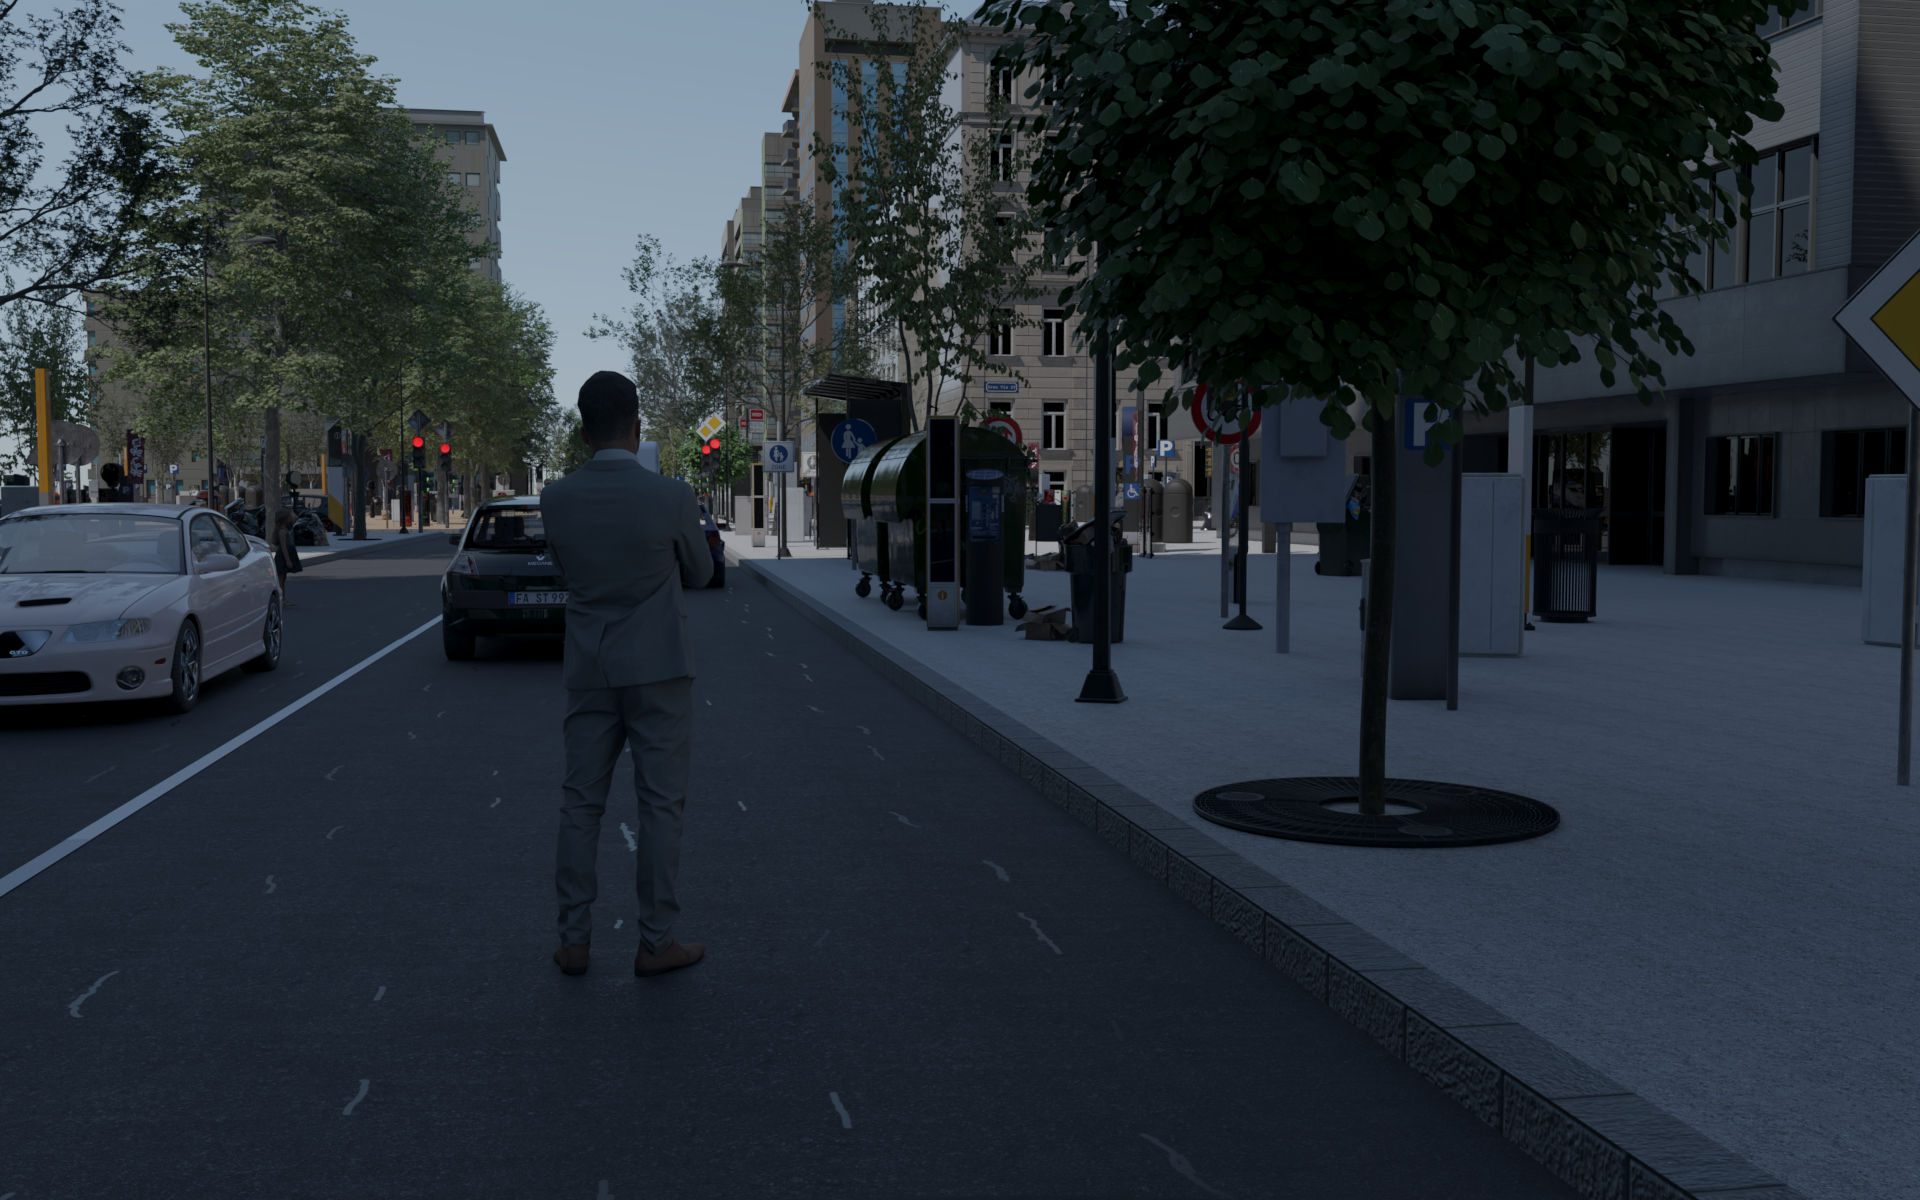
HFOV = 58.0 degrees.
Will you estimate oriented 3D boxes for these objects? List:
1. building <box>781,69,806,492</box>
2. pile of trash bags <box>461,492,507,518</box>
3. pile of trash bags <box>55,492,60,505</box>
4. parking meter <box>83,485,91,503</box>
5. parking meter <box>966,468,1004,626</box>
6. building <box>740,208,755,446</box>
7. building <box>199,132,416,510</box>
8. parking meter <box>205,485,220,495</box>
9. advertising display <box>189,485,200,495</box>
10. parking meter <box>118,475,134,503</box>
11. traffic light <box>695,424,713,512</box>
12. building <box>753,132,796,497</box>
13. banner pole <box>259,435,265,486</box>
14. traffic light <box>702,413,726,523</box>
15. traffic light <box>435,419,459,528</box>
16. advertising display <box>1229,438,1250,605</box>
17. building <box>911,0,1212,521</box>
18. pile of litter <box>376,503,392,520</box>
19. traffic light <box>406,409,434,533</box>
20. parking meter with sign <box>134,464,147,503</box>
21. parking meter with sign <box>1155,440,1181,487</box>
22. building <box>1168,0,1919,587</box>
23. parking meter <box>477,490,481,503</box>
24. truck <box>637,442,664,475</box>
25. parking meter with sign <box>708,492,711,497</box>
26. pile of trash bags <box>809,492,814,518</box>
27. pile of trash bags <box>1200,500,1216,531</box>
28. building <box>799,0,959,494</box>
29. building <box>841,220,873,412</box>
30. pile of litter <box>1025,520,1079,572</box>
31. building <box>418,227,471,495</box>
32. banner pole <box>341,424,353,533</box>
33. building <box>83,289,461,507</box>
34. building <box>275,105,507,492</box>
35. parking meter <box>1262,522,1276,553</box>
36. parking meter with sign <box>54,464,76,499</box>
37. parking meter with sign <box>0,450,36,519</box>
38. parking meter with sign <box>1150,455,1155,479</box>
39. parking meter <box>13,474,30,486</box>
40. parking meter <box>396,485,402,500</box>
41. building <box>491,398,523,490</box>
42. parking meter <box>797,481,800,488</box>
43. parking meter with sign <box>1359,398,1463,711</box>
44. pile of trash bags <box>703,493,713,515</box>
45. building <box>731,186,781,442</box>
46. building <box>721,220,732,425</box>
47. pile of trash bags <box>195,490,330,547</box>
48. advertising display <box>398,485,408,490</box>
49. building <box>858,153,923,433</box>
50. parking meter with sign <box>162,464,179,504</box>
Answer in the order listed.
[{"bbox_3d":[-6.900,-32.107,179.578,22.147,44.769,28.867,-1,4,-10],"label":"building"},{"bbox_3d":[-25.668,-5.171,94.299,3.447,1.369,1.912,3,5,43],"label":"pile of trash bags"},{"bbox_3d":[-39.976,-4.051,75.994,1.912,1.369,3.447,-3,4,-38],"label":"pile of trash bags"},{"bbox_3d":[-56.141,-6.465,111.417,0.255,1.863,0.399,3,4,38],"label":"parking meter"},{"bbox_3d":[0.243,-0.524,16.977,0.372,1.533,0.369,0,3,0],"label":"parking meter"},{"bbox_3d":[-24.653,-34.682,250.644,14.154,41.232,14.086,-1,4,-10],"label":"building"},{"bbox_3d":[-53.152,-22.660,142.193,14.160,30.474,14.107,-1,4,-10],"label":"building"},{"bbox_3d":[-20.818,-2.437,48.264,0.372,1.533,0.369,0,3,0],"label":"parking meter"},{"bbox_3d":[-53.778,-7.126,121.722,0.974,1.923,0.123,2,4,29],"label":"advertising display"},{"bbox_3d":[-23.953,-2.695,49.774,0.399,1.863,0.255,-1,4,-20],"label":"parking meter"},{"bbox_3d":[-9.785,-4.756,66.678,0.839,4.253,0.868,-1,4,-10],"label":"traffic light"},{"bbox_3d":[-15.830,-31.575,199.844,14.154,41.232,14.086,-1,4,-10],"label":"building"},{"bbox_3d":[-26.056,-4.607,65.339,0.401,3.779,0.863,2,4,24],"label":"banner pole"},{"bbox_3d":[-8.339,-4.275,58.825,0.839,4.253,0.868,-1,4,-10],"label":"traffic light"},{"bbox_3d":[-19.235,-4.649,64.928,0.839,4.253,0.868,-1,4,-10],"label":"traffic light"},{"bbox_3d":[3.245,-0.927,20.374,0.123,1.923,0.974,0,4,-2],"label":"advertising display"},{"bbox_3d":[10.913,-17.722,87.022,25.104,27.353,12.463,-1,4,-10],"label":"building"},{"bbox_3d":[-28.252,-4.415,86.150,1.719,0.858,1.176,0,4,-4],"label":"pile of litter"},{"bbox_3d":[-17.789,-4.168,57.075,0.839,4.253,0.868,-1,4,-10],"label":"traffic light"},{"bbox_3d":[-47.936,-6.372,100.435,1.738,3.016,0.543,2,4,26],"label":"parking meter with sign"},{"bbox_3d":[6.920,-3.679,56.416,0.543,3.016,1.738,1,4,21],"label":"parking meter with sign"},{"bbox_3d":[15.405,-13.274,36.098,14.314,24.678,30.058,-1,4,-10],"label":"building"},{"bbox_3d":[-29.682,-6.013,106.725,0.372,1.533,0.369,0,3,0],"label":"parking meter"},{"bbox_3d":[-15.444,-5.696,82.886,2.967,4.110,18.799,-1,4,-11],"label":"truck"},{"bbox_3d":[-17.142,-7.381,116.939,1.738,3.016,0.543,3,5,42],"label":"parking meter with sign"},{"bbox_3d":[-8.388,-5.237,95.384,1.912,1.369,3.447,0,4,7],"label":"pile of trash bags"},{"bbox_3d":[9.314,-3.113,60.654,1.912,1.369,3.447,1,4,16],"label":"pile of trash bags"},{"bbox_3d":[-6.958,-31.016,157.214,14.600,45.320,14.200,-1,4,-10],"label":"building"},{"bbox_3d":[-1.349,-18.822,126.827,14.460,24.649,34.723,-1,4,-10],"label":"building"},{"bbox_3d":[1.616,-0.945,29.417,1.176,0.858,1.719,1,4,16],"label":"pile of litter"},{"bbox_3d":[-60.237,-25.258,184.671,14.160,30.474,14.107,-1,4,-10],"label":"building"},{"bbox_3d":[-20.154,-4.087,56.838,0.401,3.779,0.863,0,4,-3],"label":"banner pole"},{"bbox_3d":[-62.778,-19.426,162.656,27.650,21.520,28.899,-1,4,-10],"label":"building"},{"bbox_3d":[-78.005,-39.793,239.853,28.713,52.752,27.495,-1,4,-10],"label":"building"},{"bbox_3d":[6.692,-1.942,37.468,0.255,1.863,0.399,0,4,-1],"label":"parking meter"},{"bbox_3d":[-45.628,-5.636,88.406,0.543,3.016,1.738,-3,5,-43],"label":"parking meter with sign"},{"bbox_3d":[-37.617,-4.445,68.940,1.738,3.016,0.543,0,4,2],"label":"parking meter with sign"},{"bbox_3d":[9.498,-5.006,78.110,1.738,3.016,0.543,-1,4,-14],"label":"parking meter with sign"},{"bbox_3d":[-26.900,-2.692,49.725,0.399,1.863,0.255,0,4,1],"label":"parking meter"},{"bbox_3d":[-36.966,-6.637,114.218,0.255,1.863,0.399,2,4,31],"label":"parking meter"},{"bbox_3d":[-82.862,-25.925,268.910,27.650,21.520,28.899,-1,4,-10],"label":"building"},{"bbox_3d":[-6.380,-3.754,67.090,0.399,1.863,0.255,-1,4,-20],"label":"parking meter"},{"bbox_3d":[2.918,-0.903,11.020,0.543,3.016,1.738,0,4,0],"label":"parking meter with sign"},{"bbox_3d":[-16.374,-6.755,120.197,1.912,1.369,3.447,1,4,20],"label":"pile of trash bags"},{"bbox_3d":[-23.673,-39.474,269.107,21.300,48.544,21.600,-1,4,-10],"label":"building"},{"bbox_3d":[-28.645,-40.776,290.394,21.300,48.544,21.600,-1,4,-10],"label":"building"},{"bbox_3d":[-17.018,-1.959,41.784,1.912,1.369,3.447,1,4,22],"label":"pile of trash bags"},{"bbox_3d":[-40.759,-7.436,126.789,0.974,1.923,0.123,2,4,31],"label":"advertising display"},{"bbox_3d":[0.278,-15.066,101.084,10.420,20.320,16.860,-1,4,-10],"label":"building"},{"bbox_3d":[-46.005,-6.395,100.820,0.543,3.016,1.738,0,4,-8],"label":"parking meter with sign"}]
